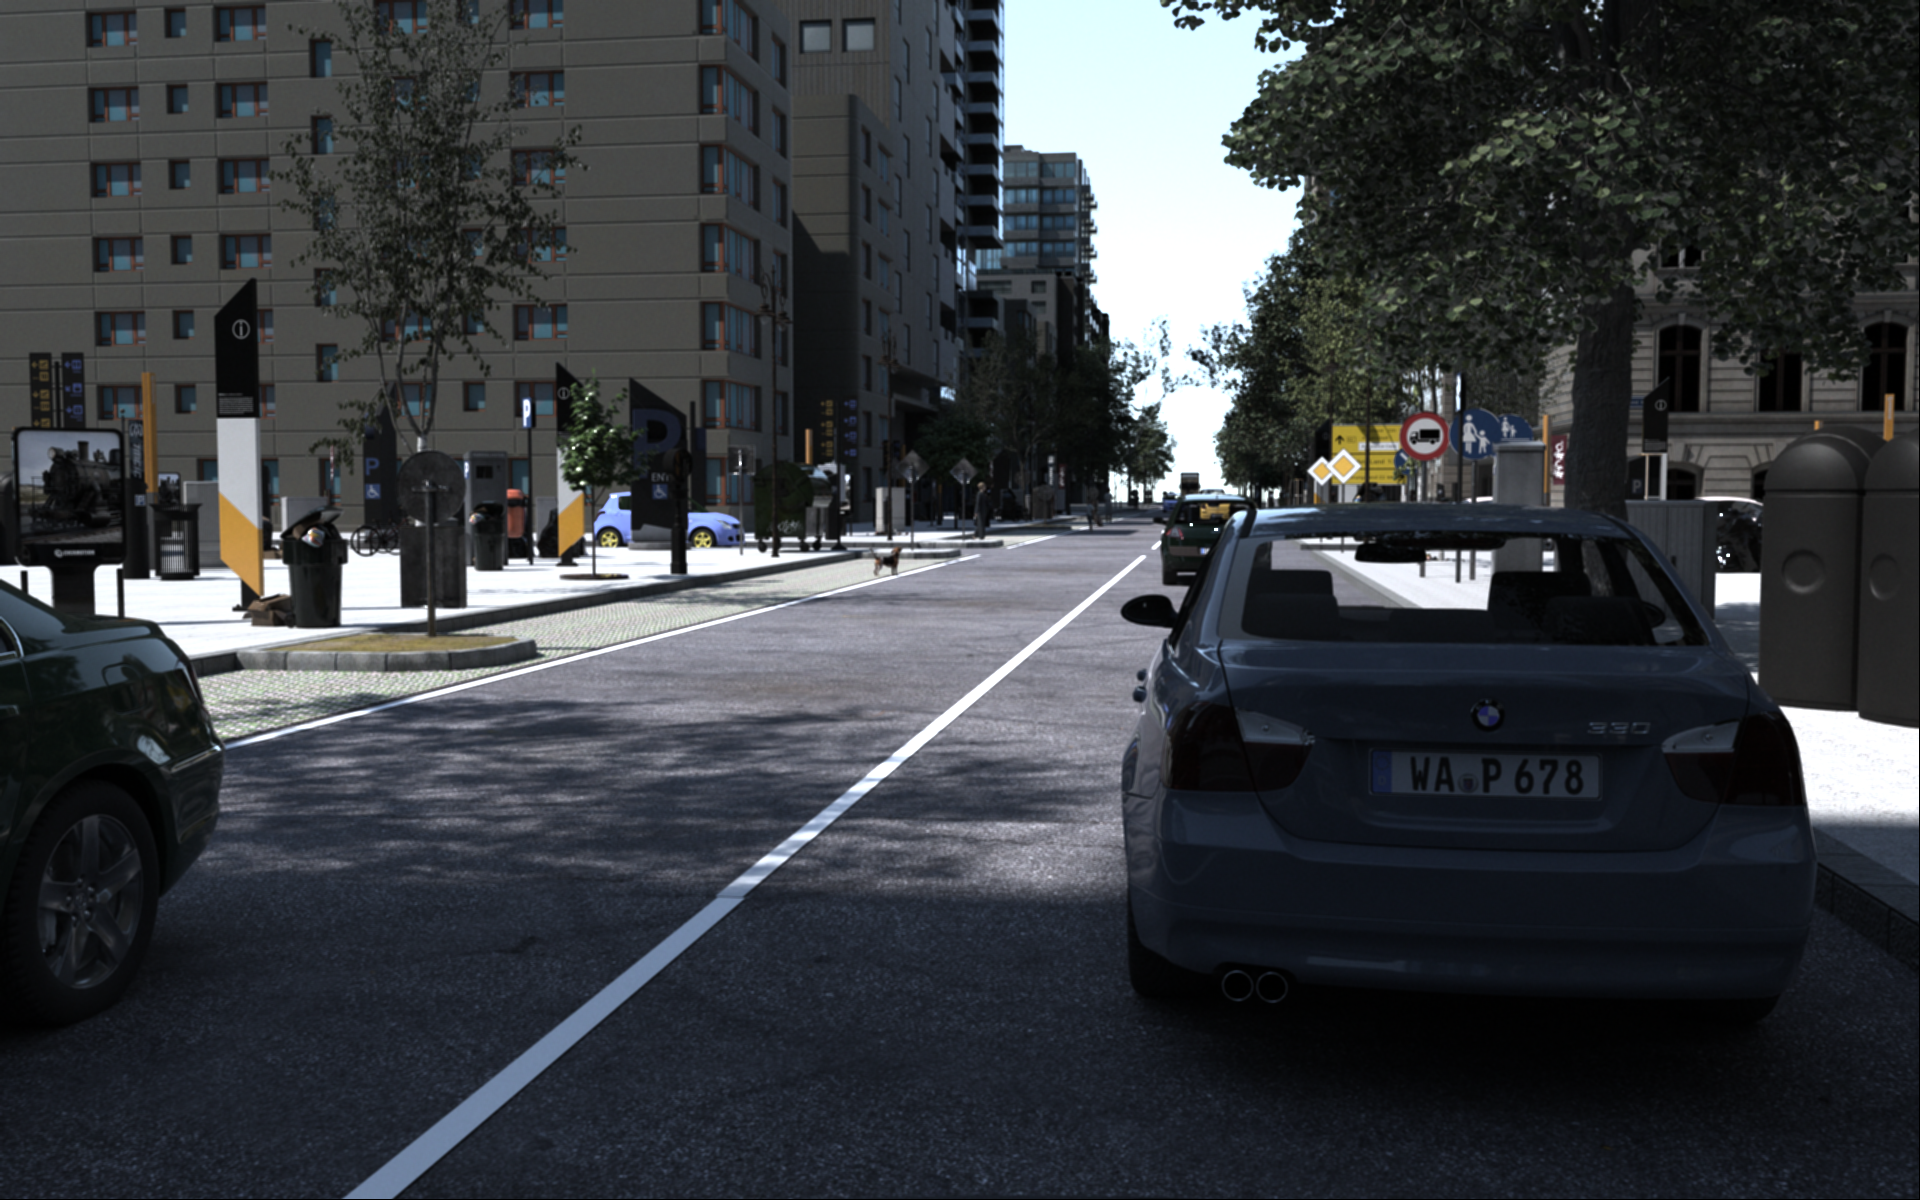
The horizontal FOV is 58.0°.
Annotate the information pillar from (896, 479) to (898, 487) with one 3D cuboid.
[{"bbox_3d":[-2.925,-4.763,82.362,0.304,2.012,0.304,1,4,16],"label":"information pillar"}]

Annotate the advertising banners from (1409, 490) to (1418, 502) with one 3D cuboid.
[{"bbox_3d":[16.692,-4.142,63.909,0.090,3.025,2.074,2,4,26],"label":"advertising banners"}]

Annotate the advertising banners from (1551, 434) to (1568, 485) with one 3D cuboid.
[{"bbox_3d":[18.209,-3.325,50.544,2.074,3.025,0.090,3,4,38],"label":"advertising banners"}]

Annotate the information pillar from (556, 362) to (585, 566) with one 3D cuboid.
[{"bbox_3d":[-6.904,-2.404,30.662,0.504,3.616,0.183,1,4,10],"label":"information pillar"}]

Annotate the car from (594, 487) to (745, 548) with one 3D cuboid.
[{"bbox_3d":[-7.182,-2.039,42.921,3.694,1.707,1.945,1,4,9],"label":"car"}]

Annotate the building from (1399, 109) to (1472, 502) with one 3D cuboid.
[{"bbox_3d":[33.769,-18.844,105.356,12.463,27.353,25.104,1,4,8],"label":"building"}]

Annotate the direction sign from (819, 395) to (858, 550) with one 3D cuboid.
[{"bbox_3d":[-2.786,-2.921,39.756,0.876,3.537,0.379,0,4,3],"label":"direction sign"}]

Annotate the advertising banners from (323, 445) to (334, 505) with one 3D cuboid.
[{"bbox_3d":[-20.574,-3.687,56.465,0.090,3.025,2.074,-2,4,-27],"label":"advertising banners"}]

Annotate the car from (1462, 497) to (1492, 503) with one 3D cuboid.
[{"bbox_3d":[12.334,-1.773,41.350,4.827,1.381,2.083,0,4,8],"label":"car"}]

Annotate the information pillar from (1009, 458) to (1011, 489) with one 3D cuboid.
[{"bbox_3d":[3.228,-7.404,112.408,0.183,3.616,0.504,1,4,8],"label":"information pillar"}]

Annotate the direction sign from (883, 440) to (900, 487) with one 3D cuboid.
[{"bbox_3d":[-2.871,-4.937,72.717,0.876,3.537,0.379,-3,5,-41],"label":"direction sign"}]

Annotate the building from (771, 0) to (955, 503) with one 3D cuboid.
[{"bbox_3d":[-15.183,-31.824,109.557,28.713,52.752,27.495,1,4,8],"label":"building"}]

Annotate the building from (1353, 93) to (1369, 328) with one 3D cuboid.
[{"bbox_3d":[41.031,-28.502,149.606,14.154,41.232,14.086,1,4,8],"label":"building"}]

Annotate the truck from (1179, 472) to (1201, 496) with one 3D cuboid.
[{"bbox_3d":[30.106,-14.549,226.787,2.839,4.237,11.283,0,4,8],"label":"truck"}]

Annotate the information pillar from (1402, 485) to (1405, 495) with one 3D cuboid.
[{"bbox_3d":[21.993,-5.781,85.876,0.183,3.616,0.504,0,4,3],"label":"information pillar"}]

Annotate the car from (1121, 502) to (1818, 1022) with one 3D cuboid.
[{"bbox_3d":[1.541,0.361,6.094,2.014,1.417,4.499,1,4,9],"label":"car"}]

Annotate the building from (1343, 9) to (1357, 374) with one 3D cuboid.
[{"bbox_3d":[48.231,-38.375,169.435,21.231,58.520,28.212,1,4,8],"label":"building"}]

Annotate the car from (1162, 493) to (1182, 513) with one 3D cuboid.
[{"bbox_3d":[16.654,-7.648,134.635,1.945,1.707,3.694,1,4,8],"label":"car"}]

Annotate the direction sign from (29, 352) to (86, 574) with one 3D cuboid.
[{"bbox_3d":[-14.450,-2.190,27.802,0.876,3.537,0.379,0,4,3],"label":"direction sign"}]

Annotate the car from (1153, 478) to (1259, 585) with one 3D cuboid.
[{"bbox_3d":[4.193,-1.150,28.590,2.009,1.686,4.222,0,4,7],"label":"car"}]

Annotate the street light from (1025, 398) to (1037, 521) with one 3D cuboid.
[{"bbox_3d":[3.427,-6.761,83.333,0.468,5.910,1.993,1,4,8],"label":"street light"}]

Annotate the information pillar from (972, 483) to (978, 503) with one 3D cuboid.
[{"bbox_3d":[0.943,-6.431,109.640,0.304,2.012,0.304,-3,5,-44],"label":"information pillar"}]

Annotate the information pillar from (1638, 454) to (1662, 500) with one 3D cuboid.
[{"bbox_3d":[12.657,-1.672,31.824,0.304,2.012,0.304,-1,4,-11],"label":"information pillar"}]

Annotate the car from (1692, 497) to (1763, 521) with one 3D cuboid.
[{"bbox_3d":[17.900,-1.683,39.874,4.827,1.381,2.083,1,4,10],"label":"car"}]

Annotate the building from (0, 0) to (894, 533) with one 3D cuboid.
[{"bbox_3d":[-18.980,-13.864,71.718,27.650,21.520,28.899,1,4,8],"label":"building"}]

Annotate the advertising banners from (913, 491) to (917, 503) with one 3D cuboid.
[{"bbox_3d":[-2.459,-5.800,91.025,2.074,3.025,0.090,1,4,18],"label":"advertising banners"}]

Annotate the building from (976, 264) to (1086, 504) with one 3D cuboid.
[{"bbox_3d":[8.614,-27.550,222.140,14.160,30.474,14.107,1,4,8],"label":"building"}]

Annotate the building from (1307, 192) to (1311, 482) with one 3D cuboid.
[{"bbox_3d":[59.268,-37.853,238.497,23.786,49.044,30.456,1,4,8],"label":"building"}]

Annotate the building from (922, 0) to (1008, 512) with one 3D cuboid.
[{"bbox_3d":[-7.072,-50.476,137.948,22.319,86.520,31.000,1,4,8],"label":"building"}]

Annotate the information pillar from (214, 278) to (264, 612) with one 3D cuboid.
[{"bbox_3d":[-7.854,-1.685,18.902,0.504,3.616,0.183,1,4,12],"label":"information pillar"}]

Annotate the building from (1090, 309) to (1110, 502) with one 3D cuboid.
[{"bbox_3d":[15.590,-30.281,266.797,14.160,30.474,14.107,1,4,8],"label":"building"}]

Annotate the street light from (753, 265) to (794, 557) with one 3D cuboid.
[{"bbox_3d":[-3.760,-3.810,35.079,0.468,5.910,1.993,1,4,8],"label":"street light"}]

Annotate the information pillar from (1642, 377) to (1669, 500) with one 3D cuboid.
[{"bbox_3d":[14.003,-2.663,34.897,0.504,3.616,0.183,1,4,8],"label":"information pillar"}]

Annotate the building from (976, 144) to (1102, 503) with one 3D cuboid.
[{"bbox_3d":[7.829,-38.200,244.177,23.786,49.044,30.456,1,4,8],"label":"building"}]

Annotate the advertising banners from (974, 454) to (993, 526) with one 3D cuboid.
[{"bbox_3d":[1.004,-4.559,70.727,0.090,3.025,2.074,2,4,24],"label":"advertising banners"}]

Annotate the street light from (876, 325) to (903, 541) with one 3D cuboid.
[{"bbox_3d":[-1.936,-4.580,47.669,0.468,5.910,1.993,1,4,8],"label":"street light"}]

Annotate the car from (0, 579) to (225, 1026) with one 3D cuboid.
[{"bbox_3d":[-3.414,0.509,3.480,2.131,1.459,4.920,0,4,6],"label":"car"}]

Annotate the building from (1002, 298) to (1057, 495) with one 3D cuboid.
[{"bbox_3d":[-5.621,-19.872,169.941,27.650,21.520,28.899,1,4,8],"label":"building"}]

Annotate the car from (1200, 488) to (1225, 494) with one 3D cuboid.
[{"bbox_3d":[16.623,-6.446,114.062,2.281,1.827,5.304,0,4,8],"label":"car"}]

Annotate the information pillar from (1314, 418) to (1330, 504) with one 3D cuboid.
[{"bbox_3d":[11.192,-3.799,53.468,0.504,3.616,0.183,-1,4,-17],"label":"information pillar"}]

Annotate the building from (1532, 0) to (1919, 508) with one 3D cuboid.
[{"bbox_3d":[37.596,-14.488,55.970,34.723,24.649,14.460,1,4,8],"label":"building"}]

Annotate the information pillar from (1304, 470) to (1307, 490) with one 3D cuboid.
[{"bbox_3d":[23.788,-7.850,119.703,0.183,3.616,0.504,-2,4,-27],"label":"information pillar"}]

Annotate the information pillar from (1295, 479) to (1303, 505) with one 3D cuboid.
[{"bbox_3d":[16.786,-4.975,85.828,0.304,2.012,0.304,-1,4,-19],"label":"information pillar"}]

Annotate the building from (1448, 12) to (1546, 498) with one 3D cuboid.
[{"bbox_3d":[31.690,-17.562,80.646,14.314,27.812,24.014,1,4,8],"label":"building"}]

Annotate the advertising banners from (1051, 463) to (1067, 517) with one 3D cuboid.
[{"bbox_3d":[5.066,-6.234,98.112,2.074,3.025,0.090,-1,4,-9],"label":"advertising banners"}]

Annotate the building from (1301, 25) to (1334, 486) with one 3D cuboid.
[{"bbox_3d":[60.803,-50.488,263.728,20.563,71.187,20.611,1,4,8],"label":"building"}]

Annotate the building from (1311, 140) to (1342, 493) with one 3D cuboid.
[{"bbox_3d":[51.185,-34.665,216.880,14.600,45.320,14.200,1,4,8],"label":"building"}]

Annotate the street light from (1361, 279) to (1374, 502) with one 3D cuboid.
[{"bbox_3d":[8.795,-3.947,37.328,0.468,5.910,1.993,1,4,8],"label":"street light"}]

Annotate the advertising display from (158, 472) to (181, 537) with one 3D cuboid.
[{"bbox_3d":[-23.584,-2.822,51.361,0.123,1.923,0.974,2,4,33],"label":"advertising display"}]
